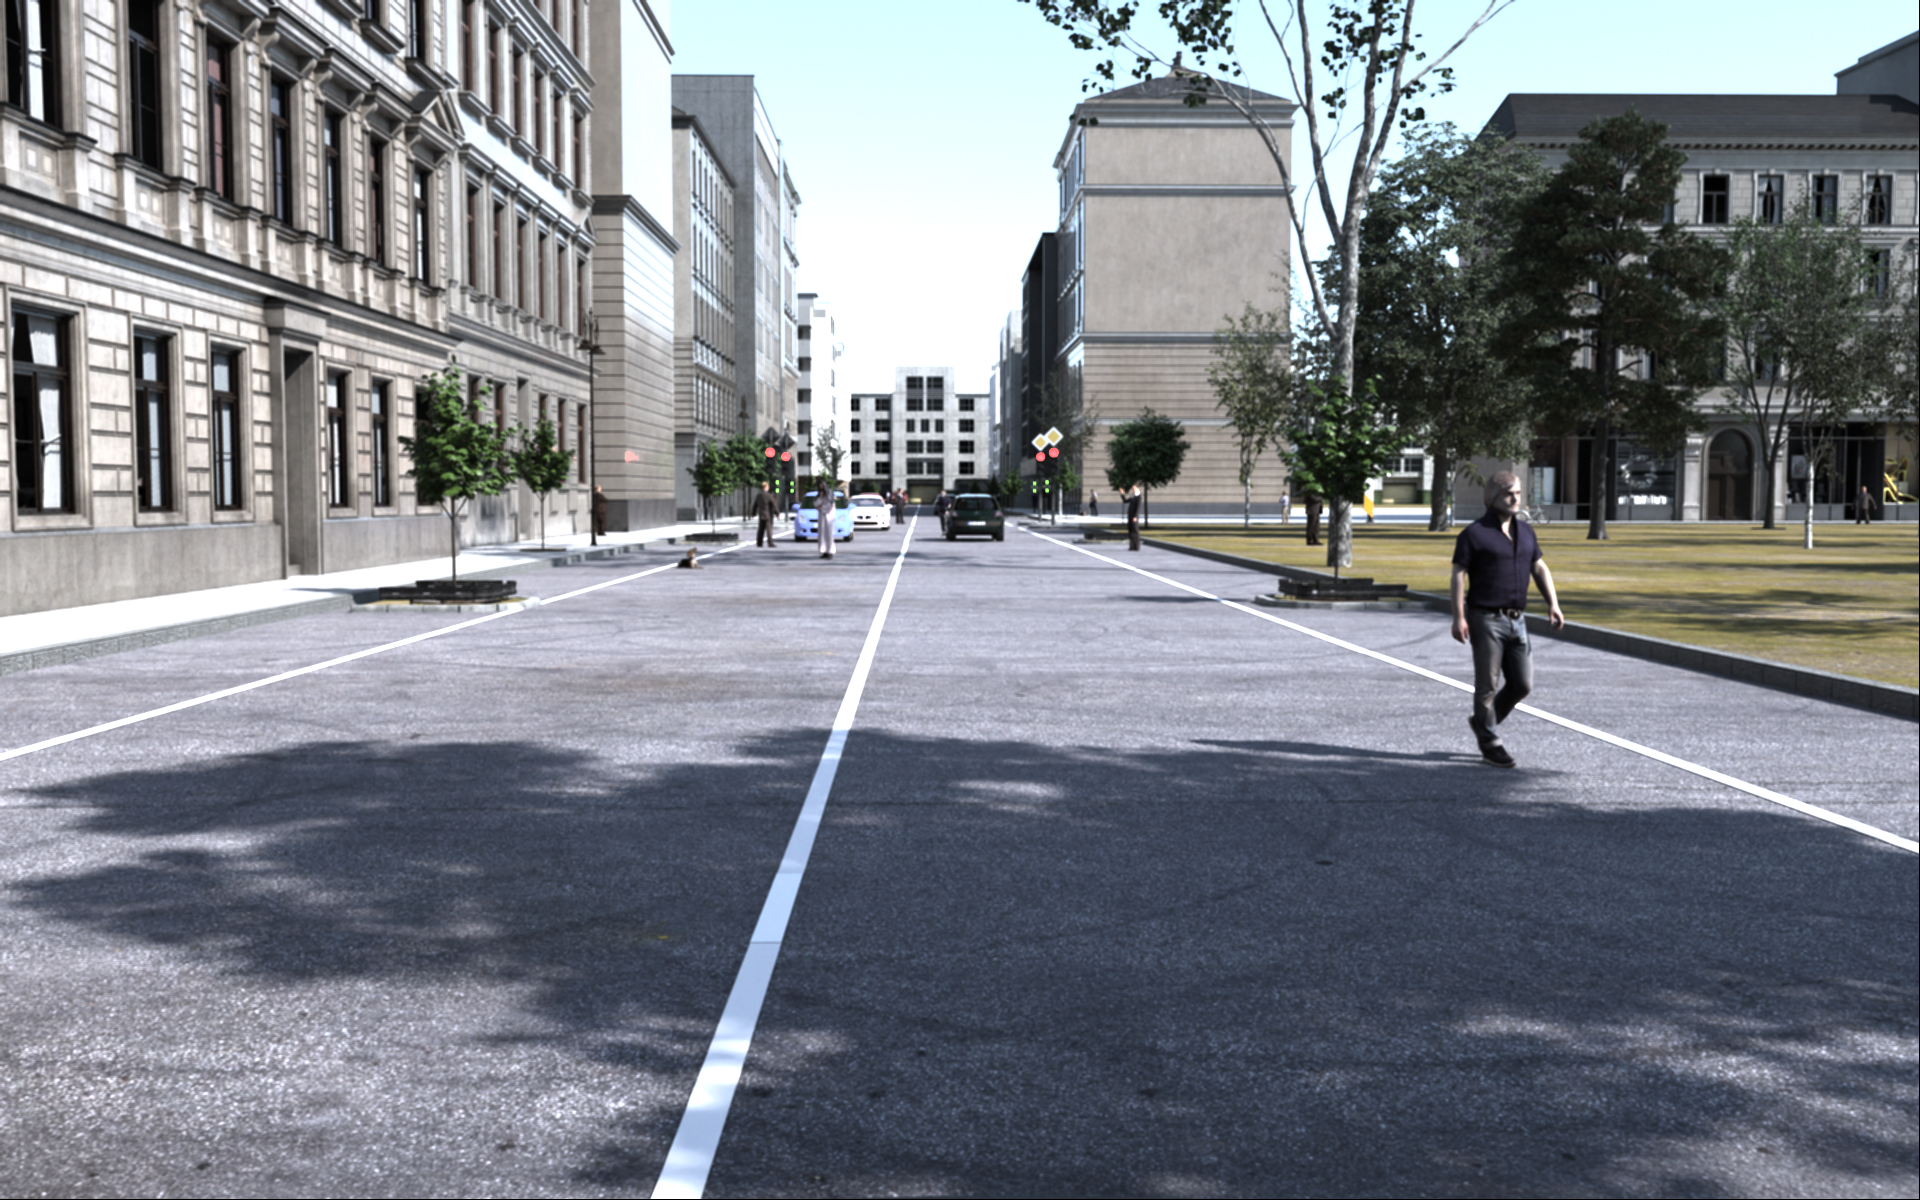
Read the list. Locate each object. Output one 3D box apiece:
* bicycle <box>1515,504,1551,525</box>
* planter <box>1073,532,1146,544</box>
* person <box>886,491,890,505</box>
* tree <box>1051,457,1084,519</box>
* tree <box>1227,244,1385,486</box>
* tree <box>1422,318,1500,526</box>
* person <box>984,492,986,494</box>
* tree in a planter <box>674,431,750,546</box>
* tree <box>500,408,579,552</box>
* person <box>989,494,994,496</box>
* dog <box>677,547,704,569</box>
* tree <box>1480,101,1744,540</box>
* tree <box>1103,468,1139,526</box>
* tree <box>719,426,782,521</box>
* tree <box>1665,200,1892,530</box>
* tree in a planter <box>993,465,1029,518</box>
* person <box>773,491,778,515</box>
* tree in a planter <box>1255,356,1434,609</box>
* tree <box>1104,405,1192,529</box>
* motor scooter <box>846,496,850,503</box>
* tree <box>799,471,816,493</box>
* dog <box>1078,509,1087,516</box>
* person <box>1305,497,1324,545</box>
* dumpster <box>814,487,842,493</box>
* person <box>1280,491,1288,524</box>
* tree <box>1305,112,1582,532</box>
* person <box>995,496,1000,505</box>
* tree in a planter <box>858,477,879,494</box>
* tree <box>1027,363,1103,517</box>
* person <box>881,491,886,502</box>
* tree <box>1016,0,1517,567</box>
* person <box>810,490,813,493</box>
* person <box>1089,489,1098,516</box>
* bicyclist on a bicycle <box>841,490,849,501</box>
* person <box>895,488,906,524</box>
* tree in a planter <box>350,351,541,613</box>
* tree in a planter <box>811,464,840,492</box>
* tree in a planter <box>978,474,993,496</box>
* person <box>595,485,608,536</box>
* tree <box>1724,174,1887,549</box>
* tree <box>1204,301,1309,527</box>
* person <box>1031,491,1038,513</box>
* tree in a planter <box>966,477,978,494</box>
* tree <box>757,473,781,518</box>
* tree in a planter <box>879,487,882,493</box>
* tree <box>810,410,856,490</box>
[{"bbox_3d":[23.964,-3.634,72.632,1.543,0.972,0.635,1,4,11],"label":"bicycle"},{"bbox_3d":[4.297,-1.786,50.335,1.991,0.319,1.994,0,4,-1],"label":"planter"},{"bbox_3d":[-8.902,-12.408,211.246,0.599,1.838,0.709,2,4,27],"label":"person"},{"bbox_3d":[5.360,-5.800,89.425,1.663,3.219,1.824,0,3,0],"label":"tree"},{"bbox_3d":[10.123,-6.129,50.578,4.360,8.622,3.978,0,3,0],"label":"tree"},{"bbox_3d":[19.836,-7.244,68.803,4.737,8.622,4.395,0,3,0],"label":"tree"},{"bbox_3d":[3.282,-13.289,223.415,0.705,1.812,1.348,0,4,-4],"label":"person"},{"bbox_3d":[-6.988,-3.166,48.994,1.991,3.239,1.994,0,4,-1],"label":"tree in a planter"},{"bbox_3d":[-9.277,-2.706,38.848,1.663,3.219,1.824,0,3,0],"label":"tree"},{"bbox_3d":[3.742,-11.780,199.193,0.990,1.755,0.434,0,4,1],"label":"person"},{"bbox_3d":[-5.208,-0.815,33.524,0.550,0.427,0.748,0,4,-4],"label":"dog"},{"bbox_3d":[18.116,-7.750,48.766,6.751,12.117,7.091,0,3,0],"label":"tree"},{"bbox_3d":[6.557,-4.647,70.572,1.663,3.219,1.824,0,3,0],"label":"tree"},{"bbox_3d":[-10.141,-6.099,83.432,4.285,4.588,4.351,0,3,0],"label":"tree"},{"bbox_3d":[29.454,-8.381,62.793,9.928,11.665,9.643,0,3,0],"label":"tree"},{"bbox_3d":[3.153,-6.570,104.640,1.991,3.239,1.994,0,4,-1],"label":"tree in a planter"},{"bbox_3d":[-11.288,-5.943,105.480,0.388,1.546,0.482,0,4,1],"label":"person"},{"bbox_3d":[4.893,-1.540,22.404,1.991,3.239,1.994,0,4,-1],"label":"tree in a planter"},{"bbox_3d":[7.003,-4.932,64.358,4.285,4.588,4.351,0,3,0],"label":"tree"},{"bbox_3d":[-9.715,-8.243,147.550,0.815,1.314,1.986,0,4,-1],"label":"motor scooter"},{"bbox_3d":[-12.251,-9.106,143.488,1.663,3.219,1.824,0,3,0],"label":"tree"},{"bbox_3d":[7.173,-5.094,101.017,0.550,0.427,0.748,0,4,-4],"label":"dog"},{"bbox_3d":[8.887,-2.230,43.198,0.600,1.739,0.565,0,4,8],"label":"person"},{"bbox_3d":[-8.558,-6.381,112.548,1.865,1.857,1.264,0,4,-2],"label":"dumpster"},{"bbox_3d":[14.479,-4.088,77.397,0.516,1.574,0.319,-3,5,-42],"label":"person"},{"bbox_3d":[16.556,-9.327,59.149,9.857,13.997,8.962,0,3,0],"label":"tree"},{"bbox_3d":[3.573,-9.856,170.374,0.799,1.438,0.628,1,4,22],"label":"person"},{"bbox_3d":[-9.761,-11.234,180.897,1.991,3.239,1.994,0,4,-1],"label":"tree in a planter"},{"bbox_3d":[5.932,-9.033,98.048,4.360,8.622,3.978,0,3,0],"label":"tree"},{"bbox_3d":[-8.124,-10.631,182.836,0.721,1.766,1.217,-3,4,-36],"label":"person"},{"bbox_3d":[7.058,-10.739,31.477,12.611,20.169,13.585,0,3,0],"label":"tree"},{"bbox_3d":[-10.648,-7.129,124.807,0.499,1.552,0.429,-2,4,-31],"label":"person"},{"bbox_3d":[7.837,-5.703,101.501,0.590,1.554,0.614,-1,4,-17],"label":"person"},{"bbox_3d":[-5.550,-4.412,82.166,1.499,1.676,1.625,0,4,-1],"label":"bicyclist on a bicycle"},{"bbox_3d":[-2.879,-4.497,82.835,0.445,1.727,0.742,1,4,13],"label":"person"},{"bbox_3d":[-6.410,-1.506,21.847,1.991,3.239,1.994,0,4,-1],"label":"tree in a planter"},{"bbox_3d":[-8.130,-6.516,103.758,1.991,3.239,1.994,0,4,-1],"label":"tree in a planter"},{"bbox_3d":[2.584,-8.218,131.578,1.991,3.239,1.994,0,4,-1],"label":"tree in a planter"},{"bbox_3d":[-11.006,-2.737,53.065,0.388,1.546,0.482,-2,4,-34],"label":"person"},{"bbox_3d":[20.225,-5.513,40.504,4.360,8.622,3.978,0,3,0],"label":"tree"},{"bbox_3d":[11.360,-7.132,66.974,4.737,8.622,4.395,0,3,0],"label":"tree"},{"bbox_3d":[5.117,-6.760,118.933,0.453,1.535,0.546,0,4,-2],"label":"person"},{"bbox_3d":[1.539,-11.249,181.144,1.991,3.239,1.994,0,4,-1],"label":"tree in a planter"},{"bbox_3d":[-10.530,-6.105,94.414,1.663,3.219,1.824,0,3,0],"label":"tree"},{"bbox_3d":[-10.334,-12.882,207.834,1.991,3.239,1.994,0,4,-1],"label":"tree in a planter"},{"bbox_3d":[-11.394,-12.308,151.599,4.360,8.622,3.978,0,3,0],"label":"tree"}]
